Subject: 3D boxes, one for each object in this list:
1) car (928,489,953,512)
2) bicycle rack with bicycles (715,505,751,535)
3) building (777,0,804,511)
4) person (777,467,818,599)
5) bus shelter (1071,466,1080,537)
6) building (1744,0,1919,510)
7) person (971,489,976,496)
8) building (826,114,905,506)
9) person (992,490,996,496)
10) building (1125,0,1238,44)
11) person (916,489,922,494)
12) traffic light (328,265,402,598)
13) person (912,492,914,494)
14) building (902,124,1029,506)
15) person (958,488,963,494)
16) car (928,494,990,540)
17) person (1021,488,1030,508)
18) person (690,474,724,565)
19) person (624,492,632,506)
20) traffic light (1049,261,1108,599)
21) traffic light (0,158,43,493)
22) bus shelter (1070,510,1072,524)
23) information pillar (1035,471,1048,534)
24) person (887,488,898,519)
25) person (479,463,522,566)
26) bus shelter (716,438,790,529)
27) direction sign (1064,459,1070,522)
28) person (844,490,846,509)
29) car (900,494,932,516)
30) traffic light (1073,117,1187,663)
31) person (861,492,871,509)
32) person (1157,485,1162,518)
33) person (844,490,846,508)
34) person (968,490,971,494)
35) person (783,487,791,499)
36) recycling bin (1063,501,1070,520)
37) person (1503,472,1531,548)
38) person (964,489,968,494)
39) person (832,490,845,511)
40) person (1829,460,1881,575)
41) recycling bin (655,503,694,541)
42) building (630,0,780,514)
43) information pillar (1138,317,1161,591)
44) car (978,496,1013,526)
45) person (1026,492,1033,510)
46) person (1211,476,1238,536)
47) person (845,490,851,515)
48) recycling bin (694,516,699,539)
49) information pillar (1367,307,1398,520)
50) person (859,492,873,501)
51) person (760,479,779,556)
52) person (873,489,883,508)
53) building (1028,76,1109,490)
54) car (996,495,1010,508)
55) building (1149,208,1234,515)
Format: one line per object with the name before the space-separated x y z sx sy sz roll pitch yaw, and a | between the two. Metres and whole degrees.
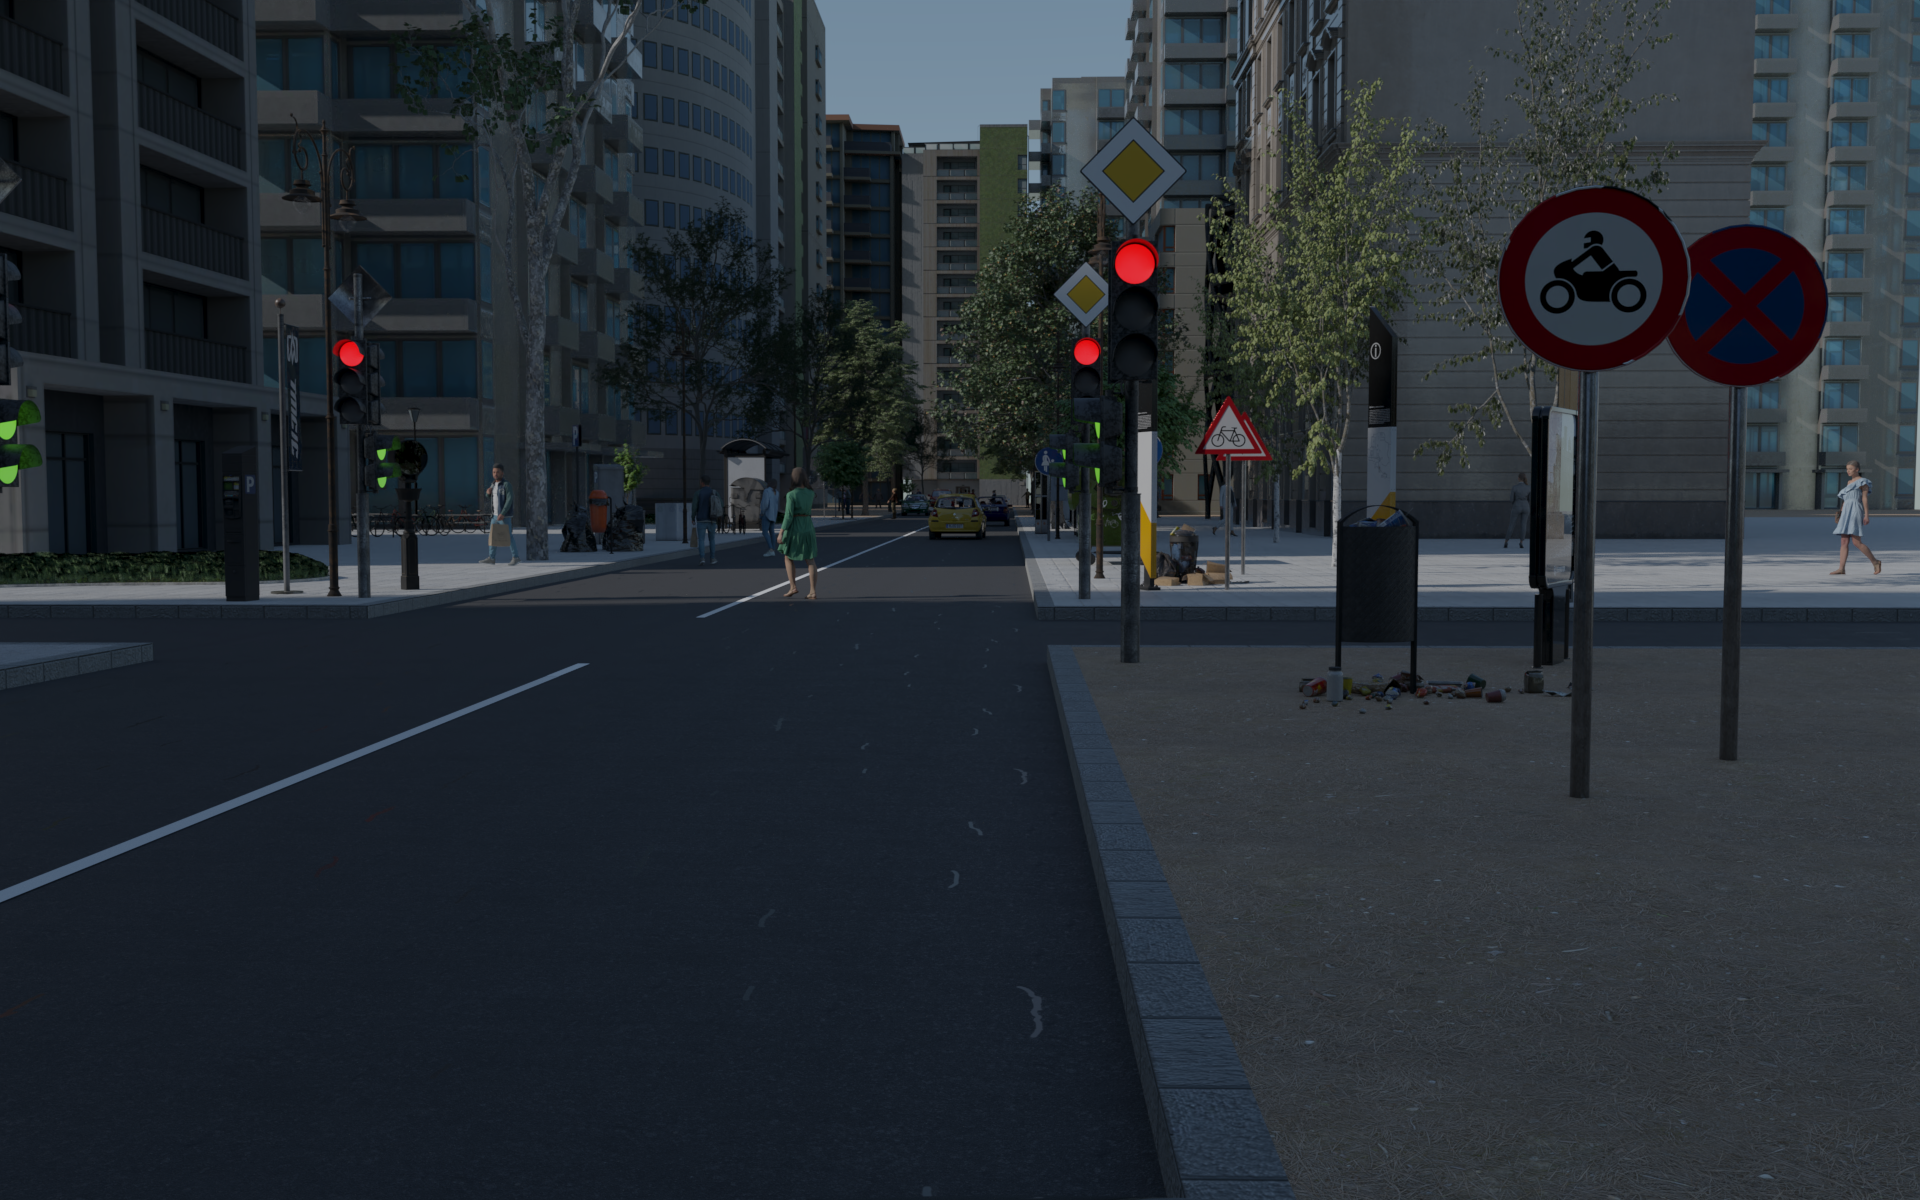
car | -1.411 -7.860 137.190 2.281 1.827 5.304 0 4 0
bicycle rack with bicycles | -8.039 -2.594 55.789 2.852 0.926 2.925 0 4 -8
building | -19.739 -27.407 131.705 14.154 41.232 14.086 0 4 2
person | -2.183 -0.911 23.649 0.529 1.795 0.600 3 4 38
bus shelter | 4.302 -4.570 52.357 2.179 5.291 8.768 0 4 2
building | 65.592 -32.460 150.329 30.456 49.044 23.786 0 4 2
person | 1.068 -7.823 136.341 0.705 1.831 1.348 2 4 34
building | -20.830 -33.337 199.683 28.867 44.769 22.147 0 4 2
person | 2.292 -6.665 118.278 0.445 1.727 0.742 0 4 2
building | 25.645 -32.311 147.892 23.786 49.044 30.456 0 4 2
person | -3.852 -9.603 163.506 0.683 1.767 0.568 1 4 15
traffic light | -7.352 -1.981 21.313 0.839 4.253 0.868 0 4 2
person | -4.164 -8.744 152.261 1.065 1.426 0.557 0 4 -5
building | 0.631 -31.269 194.846 14.086 41.232 14.154 0 4 2
person | 0.079 -6.641 117.060 1.348 1.826 0.705 -3 4 -36
car | -0.055 -2.789 55.823 2.015 1.641 3.980 0 4 3
person | 6.208 -9.390 159.664 1.348 1.812 0.705 -3 5 -39
person | -5.160 -1.615 34.883 0.794 1.824 0.713 0 4 -3
person | -13.606 -3.943 71.260 0.760 1.731 0.466 -1 4 -22
traffic light | 1.506 -1.967 21.077 0.839 4.253 0.868 0 4 2
traffic light | -7.579 -1.493 13.331 0.839 4.253 0.868 0 4 2
bus shelter | 5.179 -4.954 72.285 1.731 3.624 6.357 0 4 2
information pillar | 2.610 -3.125 55.585 0.304 2.012 0.304 -3 5 -41
person | -3.856 -5.526 99.365 0.721 1.766 1.217 1 4 22
person | -8.136 -1.510 30.723 0.713 1.824 0.794 -2 4 -33
bus shelter | -7.804 -4.402 65.900 2.014 3.302 5.546 0 4 2
direction sign | 5.087 -5.320 78.987 0.876 3.537 0.379 3 5 41
person | -10.093 -8.899 152.485 0.436 1.711 0.756 3 5 43
car | -2.925 -6.317 115.087 2.131 1.459 4.920 0 4 1
traffic light | 1.279 -1.479 13.096 0.839 4.253 0.868 0 4 2
person | -8.155 -8.848 150.837 0.705 1.807 1.348 -3 5 -42
person | 10.410 -5.295 92.587 0.822 1.834 0.622 0 4 -8
person | -10.918 -9.538 162.903 0.530 1.710 0.541 2 4 27
person | 0.849 -9.688 166.837 1.348 1.831 0.705 -1 4 -20
person | -10.861 -6.356 110.493 0.721 1.766 1.217 3 4 37
recycling bin | 5.222 -4.464 85.544 0.722 1.027 0.722 0 4 1
person | 13.225 -2.125 41.064 0.520 1.790 0.573 -1 4 -12
person | 0.443 -8.203 142.625 1.348 1.823 0.705 -3 4 -36
person | -8.981 -7.601 130.408 1.350 1.814 0.705 0 4 -3
person | 14.134 -1.299 27.372 0.778 1.811 0.616 0 4 1
recycling bin | -7.894 -2.145 47.628 0.722 1.027 0.722 1 4 22
building | -23.946 -34.751 110.179 21.231 58.520 28.212 0 4 2
information pillar | 2.503 -1.944 23.141 0.183 3.616 0.504 -1 4 -19
car | 1.401 -4.019 78.296 1.945 1.354 3.894 0 4 2
person | 5.720 -7.933 135.883 0.705 1.807 1.348 -3 4 -39
person | 8.062 -2.856 52.624 0.818 1.842 0.514 2 4 27
person | -6.908 -6.198 107.468 0.705 1.814 1.350 -1 4 -20
recycling bin | -7.868 -2.233 49.065 0.722 1.027 0.722 2 4 35
information pillar | 5.237 -1.846 21.538 0.183 3.616 0.504 -1 4 -23
person | -6.190 -6.540 113.663 0.721 1.739 1.217 3 5 42
person | -4.385 -1.911 40.002 0.793 1.790 0.793 0 4 -6
person | -7.321 -9.049 154.553 0.990 1.755 0.434 -1 4 -11
building | 23.024 -35.412 198.589 30.456 49.044 23.786 0 4 2
car | 3.577 -9.025 159.927 2.083 1.381 4.827 0 4 2
building | 26.327 -16.761 119.079 27.650 21.520 28.899 0 4 2
